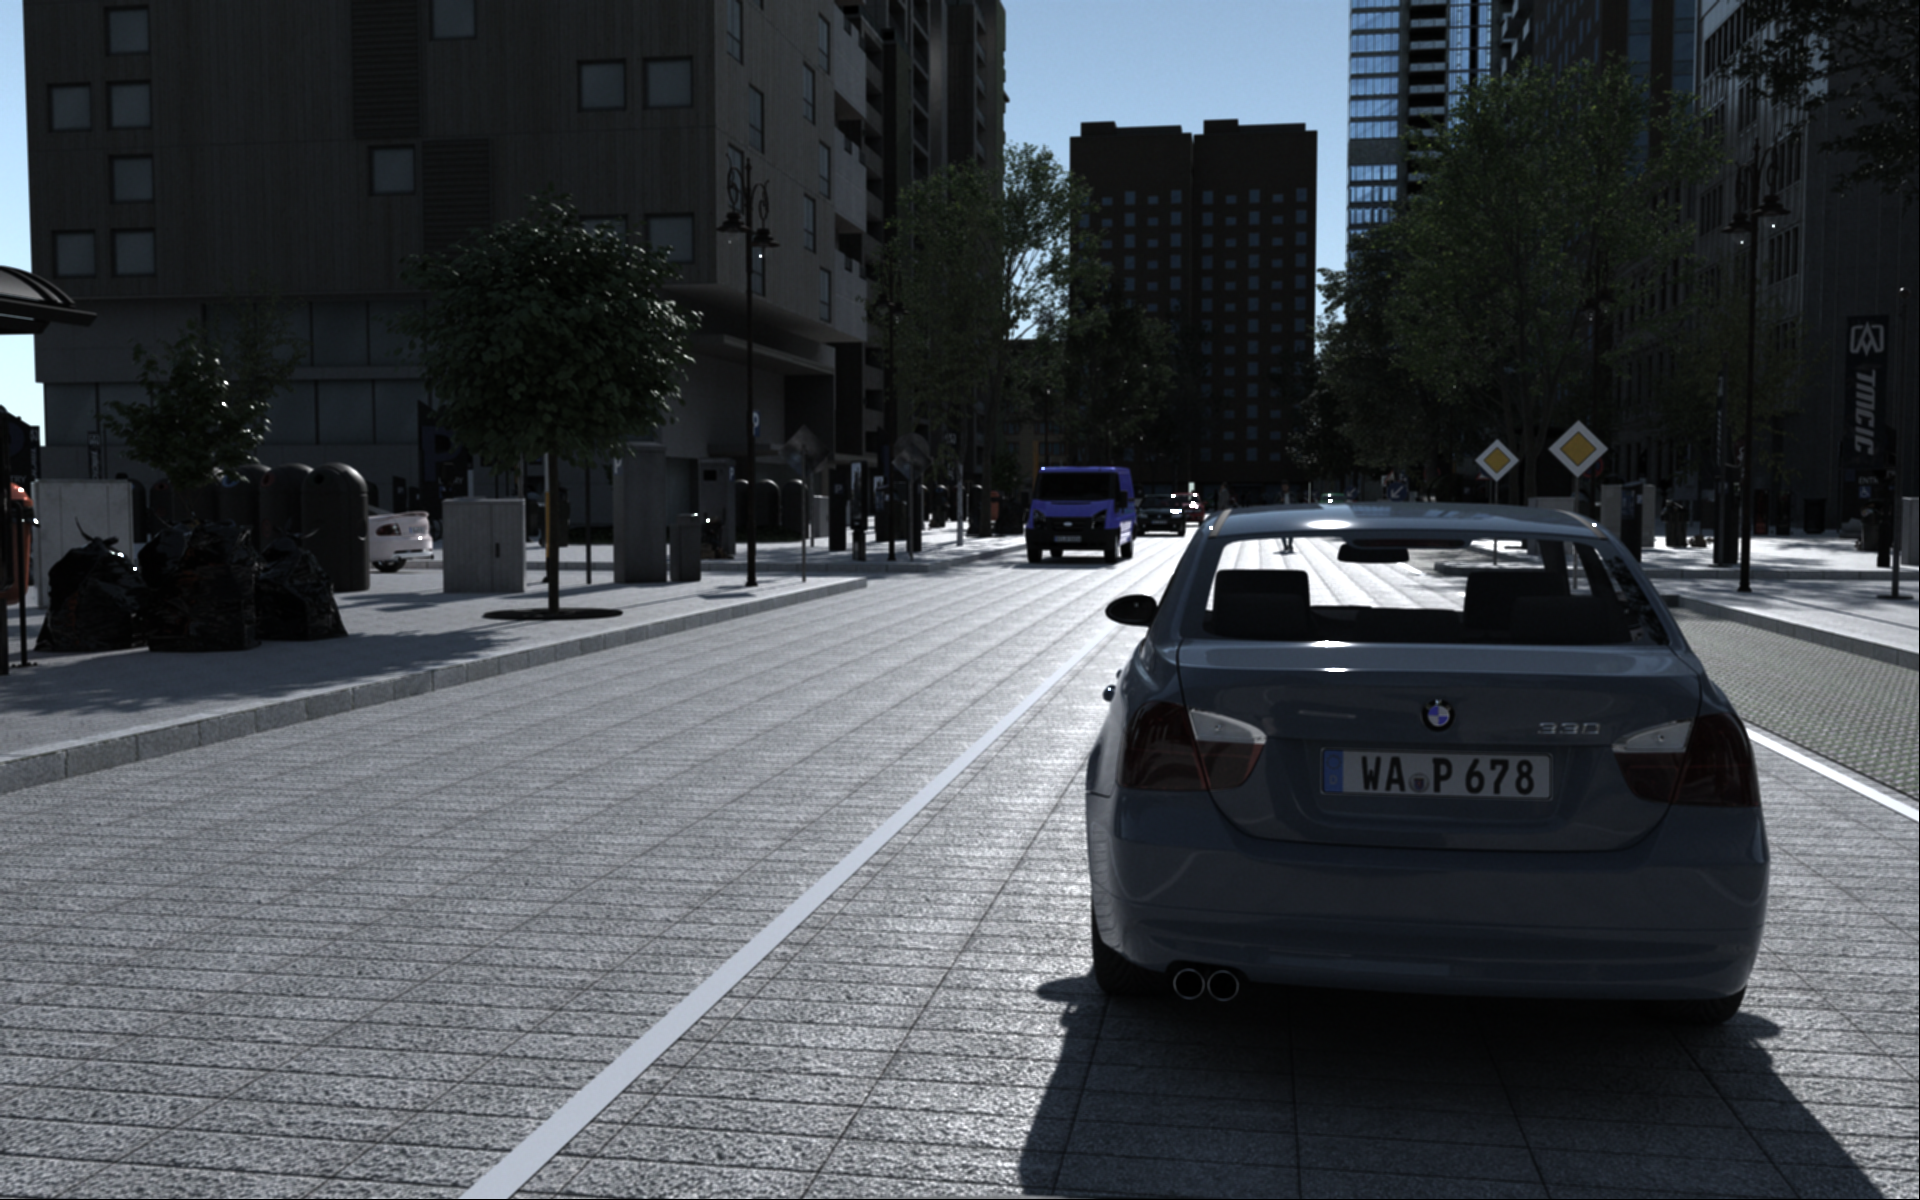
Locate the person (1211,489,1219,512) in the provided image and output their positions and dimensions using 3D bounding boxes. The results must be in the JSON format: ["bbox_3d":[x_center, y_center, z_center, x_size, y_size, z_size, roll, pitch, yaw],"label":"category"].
[{"bbox_3d":[20.303,-7.899,137.670,0.705,1.821,1.348,-1,4,-15],"label":"person"}]

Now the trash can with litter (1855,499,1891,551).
[{"bbox_3d":[20.464,-1.691,39.037,0.624,1.170,1.055,0,4,7],"label":"trash can with litter"}]

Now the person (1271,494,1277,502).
[{"bbox_3d":[27.593,-8.515,150.983,1.065,1.426,0.557,0,4,-3],"label":"person"}]

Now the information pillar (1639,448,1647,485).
[{"bbox_3d":[34.969,-5.953,88.682,0.183,3.616,0.504,-1,4,-18],"label":"information pillar"}]

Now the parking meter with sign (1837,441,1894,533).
[{"bbox_3d":[29.629,-3.687,56.538,1.738,3.016,0.543,1,4,23],"label":"parking meter with sign"}]

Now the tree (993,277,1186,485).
[{"bbox_3d":[4.869,-8.325,70.532,8.767,10.594,7.601,2,4,25],"label":"tree"}]

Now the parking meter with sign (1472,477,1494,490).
[{"bbox_3d":[23.664,-5.076,79.247,1.738,3.016,0.543,-1,4,-15],"label":"parking meter with sign"}]

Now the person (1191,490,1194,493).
[{"bbox_3d":[18.201,-7.677,134.708,0.721,1.739,1.217,1,4,18],"label":"person"}]

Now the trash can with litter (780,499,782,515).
[{"bbox_3d":[-6.229,-2.746,56.283,0.624,1.170,1.055,3,5,41],"label":"trash can with litter"}]

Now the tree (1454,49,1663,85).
[{"bbox_3d":[13.436,-6.993,40.088,9.928,11.665,9.643,0,3,0],"label":"tree"}]

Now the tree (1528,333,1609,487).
[{"bbox_3d":[28.326,-7.842,78.582,4.737,8.622,4.395,0,3,0],"label":"tree"}]

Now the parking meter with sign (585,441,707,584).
[{"bbox_3d":[-4.618,-1.761,25.056,1.738,3.016,0.543,-3,4,-36],"label":"parking meter with sign"}]

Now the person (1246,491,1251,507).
[{"bbox_3d":[25.433,-8.785,152.861,0.721,1.735,1.217,2,4,28],"label":"person"}]

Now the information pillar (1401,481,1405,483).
[{"bbox_3d":[24.539,-5.626,96.471,0.304,2.012,0.304,3,5,44],"label":"information pillar"}]

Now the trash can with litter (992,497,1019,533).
[{"bbox_3d":[1.500,-2.833,57.711,1.055,1.170,0.624,-2,4,-26],"label":"trash can with litter"}]

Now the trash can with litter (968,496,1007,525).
[{"bbox_3d":[1.410,-3.662,70.934,2.233,1.210,1.678,2,4,30],"label":"trash can with litter"}]

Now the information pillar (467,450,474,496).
[{"bbox_3d":[-16.764,-4.128,58.847,0.504,3.616,0.183,0,4,4],"label":"information pillar"}]

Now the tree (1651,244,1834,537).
[{"bbox_3d":[23.015,-6.141,50.769,4.737,8.622,4.395,0,3,0],"label":"tree"}]

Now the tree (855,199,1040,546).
[{"bbox_3d":[-0.240,-5.651,42.756,4.737,8.622,4.395,0,3,0],"label":"tree"}]

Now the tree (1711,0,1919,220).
[{"bbox_3d":[9.171,-4.765,12.326,7.601,10.594,8.767,1,4,20],"label":"tree"}]

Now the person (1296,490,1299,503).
[{"bbox_3d":[32.559,-9.697,167.053,0.705,1.823,1.348,1,4,9],"label":"person"}]

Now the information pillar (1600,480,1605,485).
[{"bbox_3d":[33.092,-5.175,89.098,0.304,2.012,0.304,0,4,-1],"label":"information pillar"}]

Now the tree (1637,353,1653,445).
[{"bbox_3d":[26.417,-6.731,60.421,4.737,8.622,4.395,0,3,0],"label":"tree"}]

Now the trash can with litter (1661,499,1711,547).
[{"bbox_3d":[17.560,-1.866,41.890,1.055,1.170,0.624,0,4,5],"label":"trash can with litter"}]

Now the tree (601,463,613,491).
[{"bbox_3d":[-11.560,-3.960,59.348,1.663,3.219,1.824,0,3,0],"label":"tree"}]

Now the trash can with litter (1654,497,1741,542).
[{"bbox_3d":[19.980,-2.196,46.956,2.233,1.210,1.678,3,4,39],"label":"trash can with litter"}]

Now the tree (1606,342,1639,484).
[{"bbox_3d":[28.881,-7.239,68.724,4.737,8.622,4.395,0,3,0],"label":"tree"}]

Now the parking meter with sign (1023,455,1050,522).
[{"bbox_3d":[3.195,-5.019,78.322,1.738,3.016,0.543,0,4,8],"label":"parking meter with sign"}]

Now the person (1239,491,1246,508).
[{"bbox_3d":[24.128,-8.485,148.050,0.721,1.723,1.217,-1,4,-16],"label":"person"}]

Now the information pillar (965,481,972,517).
[{"bbox_3d":[0.482,-5.702,97.719,0.304,2.012,0.304,-3,5,-42],"label":"information pillar"}]

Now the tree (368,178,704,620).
[{"bbox_3d":[-4.374,-2.106,18.152,4.285,4.588,4.351,0,3,0],"label":"tree"}]

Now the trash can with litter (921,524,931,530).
[{"bbox_3d":[-1.495,-3.125,62.156,1.678,1.210,2.233,0,4,2],"label":"trash can with litter"}]

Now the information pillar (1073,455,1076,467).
[{"bbox_3d":[6.856,-6.864,103.585,0.183,3.616,0.504,1,4,19],"label":"information pillar"}]

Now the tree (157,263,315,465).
[{"bbox_3d":[-22.571,-6.372,54.537,4.737,8.622,4.395,0,3,0],"label":"tree"}]

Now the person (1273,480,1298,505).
[{"bbox_3d":[8.299,-2.153,44.046,0.623,1.781,0.721,-1,4,-13],"label":"person"}]

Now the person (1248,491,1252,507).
[{"bbox_3d":[26.713,-9.209,159.989,0.530,1.710,0.541,-1,4,-13],"label":"person"}]

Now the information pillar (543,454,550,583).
[{"bbox_3d":[-5.954,-2.058,25.003,0.183,3.616,0.504,-1,4,-15],"label":"information pillar"}]

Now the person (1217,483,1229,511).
[{"bbox_3d":[8.593,-2.945,56.839,0.473,1.802,0.592,3,5,43],"label":"person"}]

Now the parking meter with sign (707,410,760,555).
[{"bbox_3d":[-5.112,-2.457,36.430,1.738,3.016,0.543,1,4,14],"label":"parking meter with sign"}]

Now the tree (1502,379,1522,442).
[{"bbox_3d":[32.352,-8.998,97.485,4.737,8.622,4.395,0,3,0],"label":"tree"}]

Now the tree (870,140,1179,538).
[{"bbox_3d":[0.917,-7.661,51.009,9.928,11.665,9.643,0,3,0],"label":"tree"}]

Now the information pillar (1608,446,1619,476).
[{"bbox_3d":[31.698,-5.672,84.091,0.504,3.616,0.183,3,4,37],"label":"information pillar"}]

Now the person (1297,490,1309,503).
[{"bbox_3d":[30.580,-8.961,155.023,1.348,1.823,0.705,2,4,29],"label":"person"}]

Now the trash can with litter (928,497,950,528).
[{"bbox_3d":[-0.816,-3.361,66.341,0.624,1.170,1.055,1,4,17],"label":"trash can with litter"}]

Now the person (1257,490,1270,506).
[{"bbox_3d":[27.644,-9.105,157.359,1.348,1.826,0.705,3,5,42],"label":"person"}]

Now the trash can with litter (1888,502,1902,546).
[{"bbox_3d":[22.387,-1.799,40.795,1.055,1.170,0.624,-3,5,-43],"label":"trash can with litter"}]

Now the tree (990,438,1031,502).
[{"bbox_3d":[1.676,-3.977,59.628,1.663,3.219,1.824,0,3,0],"label":"tree"}]

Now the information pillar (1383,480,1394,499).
[{"bbox_3d":[22.408,-5.245,90.241,0.304,2.012,0.304,-1,4,-22],"label":"information pillar"}]
